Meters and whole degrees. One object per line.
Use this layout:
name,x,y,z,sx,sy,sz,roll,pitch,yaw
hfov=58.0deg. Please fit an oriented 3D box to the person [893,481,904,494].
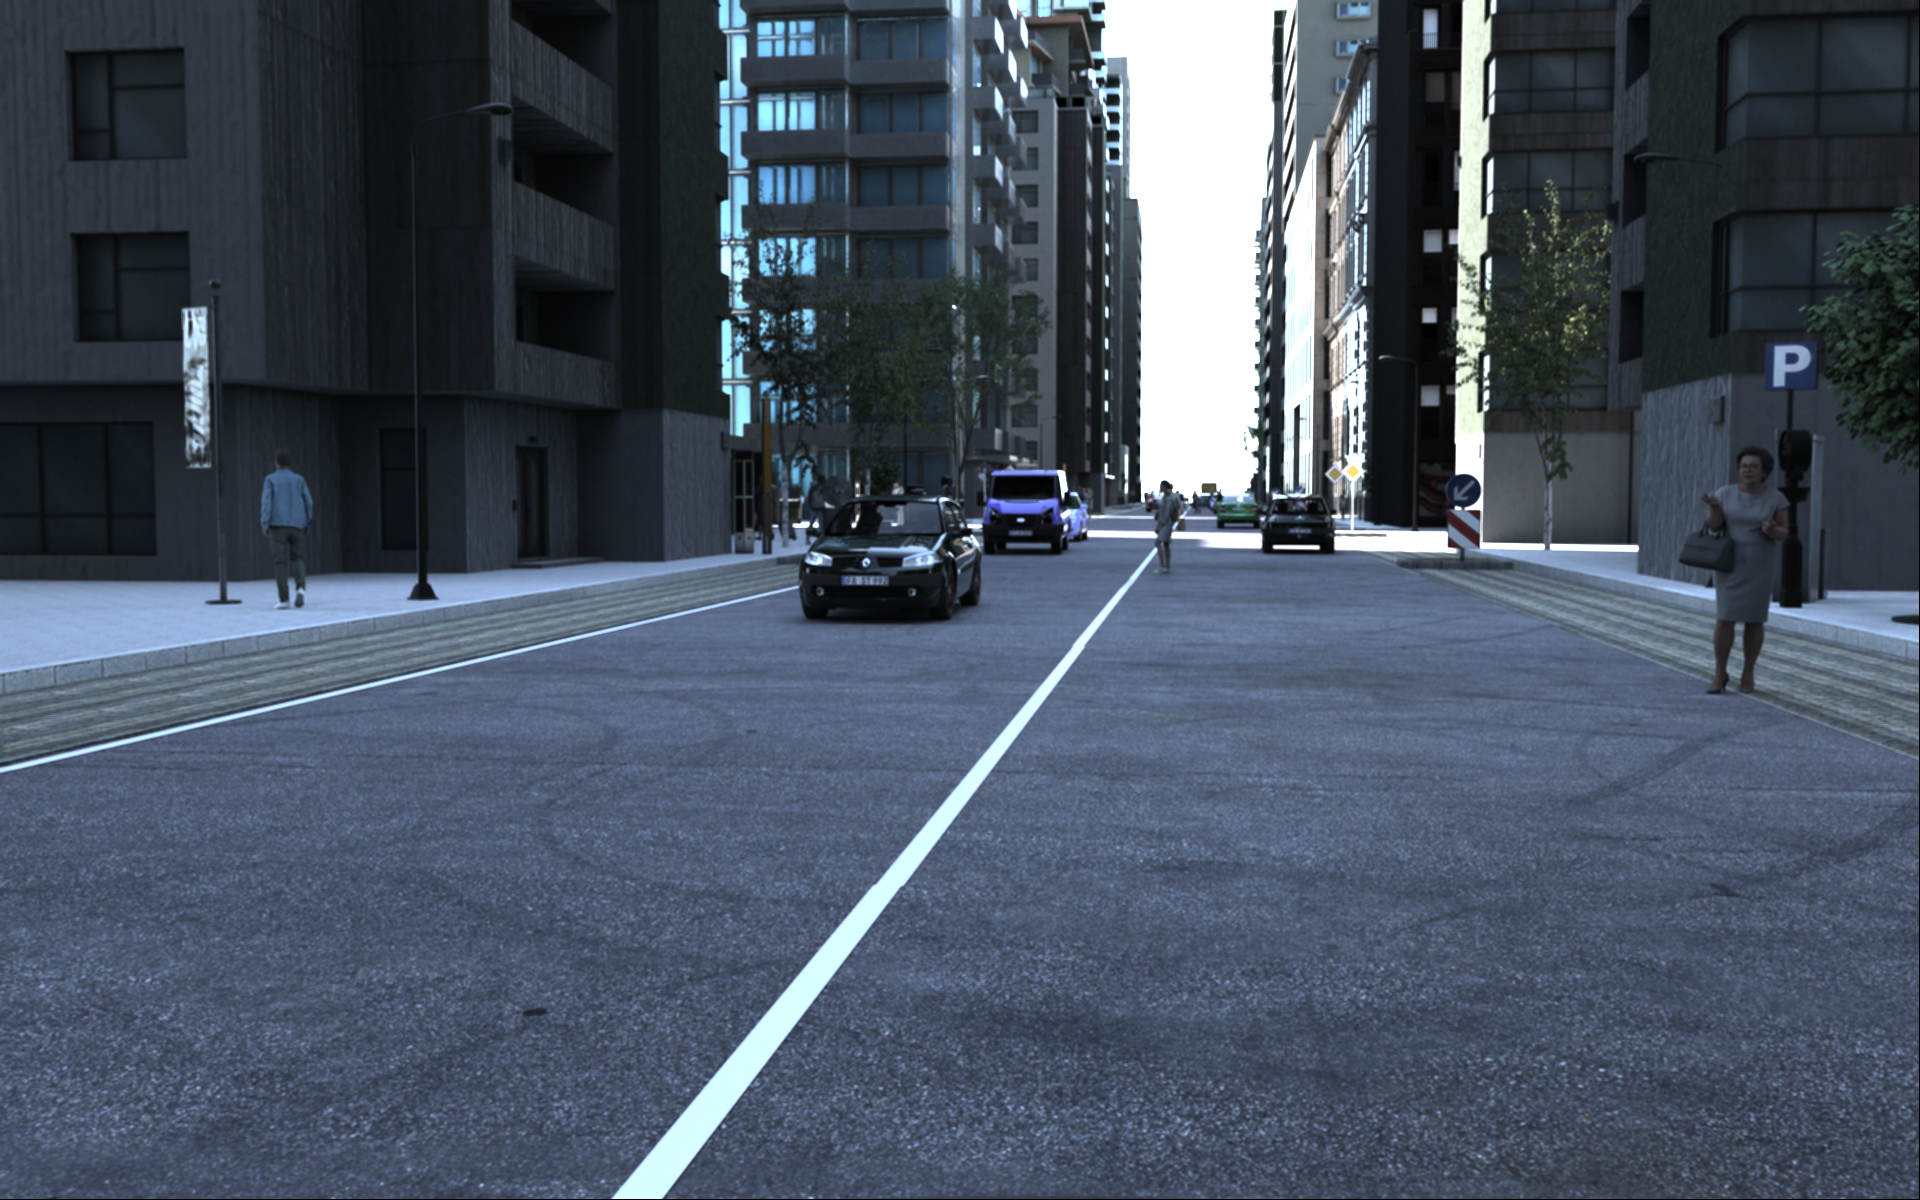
person,-2.430,-3.855,69.246,0.466,1.800,0.511,2,4,26

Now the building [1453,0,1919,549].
building,21.439,-17.013,49.872,14.160,30.474,14.107,0,4,8

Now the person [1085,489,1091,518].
person,7.405,-5.601,101.082,0.522,1.701,0.512,2,4,31

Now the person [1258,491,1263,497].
person,40.425,-13.722,231.080,1.217,1.739,0.721,0,4,2

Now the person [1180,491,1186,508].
person,22.963,-10.365,178.409,0.683,1.767,0.568,-1,4,-13

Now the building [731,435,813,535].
building,-20.864,-24.312,52.122,28.867,44.769,22.147,0,4,8

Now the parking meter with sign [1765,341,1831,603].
parking meter with sign,10.008,-1.489,20.605,0.543,3.016,1.738,2,4,35

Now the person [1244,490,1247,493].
person,29.843,-10.540,180.832,1.348,1.823,0.705,-3,4,-39

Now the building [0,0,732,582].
building,-12.829,-15.840,30.691,14.160,30.474,14.107,0,4,8

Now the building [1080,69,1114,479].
building,4.514,-34.776,188.201,23.786,49.044,30.456,0,4,8

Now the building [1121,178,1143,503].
building,17.223,-39.463,268.918,21.300,48.544,21.600,0,4,8

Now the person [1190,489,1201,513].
person,17.684,-7.424,130.006,0.853,1.813,0.709,0,4,2

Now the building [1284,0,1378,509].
building,39.470,-32.268,151.276,21.300,48.544,21.600,0,4,8

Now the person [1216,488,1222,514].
person,18.166,-6.867,120.548,0.755,1.850,0.659,3,5,42

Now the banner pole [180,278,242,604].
banner pole,-8.842,-1.854,20.335,0.863,3.779,0.401,2,4,31

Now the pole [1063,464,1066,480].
pole,7.056,-7.541,117.131,0.158,3.312,0.155,0,3,0

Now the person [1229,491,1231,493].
person,30.746,-11.522,197.617,1.217,1.736,0.721,0,4,-1

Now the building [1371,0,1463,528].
building,25.476,-14.703,70.076,15.834,23.373,12.332,0,4,8

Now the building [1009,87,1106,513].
building,3.275,-21.734,127.047,14.160,30.474,14.107,0,4,8

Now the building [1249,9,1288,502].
building,53.604,-49.942,254.807,20.563,71.187,20.611,0,4,8

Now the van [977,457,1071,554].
van,1.689,-2.363,43.023,2.240,2.365,5.245,0,4,6

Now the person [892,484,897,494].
person,-2.784,-4.309,76.983,0.515,1.767,0.782,2,4,31

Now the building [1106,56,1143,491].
building,20.216,-52.038,289.080,20.563,71.187,20.611,0,4,8

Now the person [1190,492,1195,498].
person,26.751,-11.542,197.226,0.705,1.821,1.348,-3,5,-41

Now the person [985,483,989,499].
person,1.292,-4.403,78.229,0.583,1.804,0.606,0,4,-3

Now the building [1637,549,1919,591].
building,18.138,-15.679,28.052,14.160,30.474,14.107,0,4,8

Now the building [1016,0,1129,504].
building,12.709,-56.782,241.058,22.319,86.520,31.000,0,4,8

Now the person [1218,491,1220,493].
person,22.699,-8.727,151.848,0.621,1.740,0.551,-1,4,-16

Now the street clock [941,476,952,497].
street clock,-0.548,-4.076,71.218,0.358,2.002,0.471,-3,5,-43

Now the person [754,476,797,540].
person,-5.251,-2.568,48.246,0.699,1.804,1.509,-3,5,-39

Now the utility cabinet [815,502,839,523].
utility cabinet,-5.891,-4.006,76.653,1.020,1.237,0.306,-1,4,-9

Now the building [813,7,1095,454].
building,0.716,-30.823,158.577,22.147,44.769,28.867,0,4,8

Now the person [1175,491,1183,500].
person,19.294,-8.925,154.510,1.348,1.812,0.705,-1,4,-22

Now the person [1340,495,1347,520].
person,18.710,-4.510,84.470,0.352,1.250,0.332,-3,5,-43

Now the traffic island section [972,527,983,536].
traffic island section,0.823,-2.335,60.464,2.009,0.180,2.903,0,4,8

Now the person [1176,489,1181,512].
person,15.878,-7.231,127.083,0.716,1.782,0.532,0,4,-1

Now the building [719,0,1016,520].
building,-8.092,-29.231,97.538,23.786,49.044,30.456,0,4,8

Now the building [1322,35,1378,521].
building,26.585,-18.106,93.302,12.463,27.353,25.104,0,4,8

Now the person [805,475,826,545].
person,-3.605,-2.293,43.880,0.623,1.781,0.721,1,4,16

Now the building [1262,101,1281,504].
building,46.927,-35.446,203.248,21.300,48.544,21.600,0,4,8

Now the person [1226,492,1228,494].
person,34.870,-13.228,225.569,1.217,1.735,0.721,-3,5,-40

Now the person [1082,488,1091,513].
person,7.033,-5.434,97.834,0.782,1.767,0.515,-1,4,-20

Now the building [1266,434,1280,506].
building,43.503,-52.807,176.061,22.319,86.520,31.000,0,4,8

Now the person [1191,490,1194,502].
person,27.464,-11.999,204.317,0.705,1.869,1.348,0,4,1

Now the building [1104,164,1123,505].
building,12.285,-32.184,209.806,14.154,41.232,14.086,0,4,8

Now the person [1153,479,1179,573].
person,3.732,-1.347,31.531,0.522,1.701,0.512,0,4,-5

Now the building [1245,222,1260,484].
building,58.628,-40.430,280.636,23.786,49.044,30.456,0,4,8

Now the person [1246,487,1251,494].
person,16.474,-5.501,98.294,0.795,1.843,0.661,1,4,18

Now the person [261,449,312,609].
person,-7.513,-0.792,19.342,0.601,1.785,0.444,-3,4,-37

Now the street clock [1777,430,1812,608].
street clock,9.410,-0.917,19.560,0.358,2.002,0.471,1,4,9

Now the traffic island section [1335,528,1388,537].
traffic island section,13.344,-2.229,58.728,2.009,0.180,2.903,0,4,8

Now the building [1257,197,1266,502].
building,48.287,-33.968,238.976,14.154,41.232,14.086,0,4,8

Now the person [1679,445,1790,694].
person,5.521,-0.216,12.387,0.716,1.782,0.532,2,4,27

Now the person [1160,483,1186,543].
person,6.223,-2.555,50.766,0.782,1.767,0.515,0,4,7

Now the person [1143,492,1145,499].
person,30.036,-16.812,282.395,0.415,1.643,0.593,1,4,22

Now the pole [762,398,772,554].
pole,-4.117,-2.631,36.860,0.158,3.312,0.155,0,3,0

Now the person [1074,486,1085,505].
person,5.559,-4.452,81.458,0.661,1.801,0.590,0,3,0

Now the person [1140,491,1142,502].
person,28.125,-16.048,268.987,0.434,1.755,0.990,0,3,0

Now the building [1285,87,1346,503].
building,33.610,-19.431,122.212,19.350,26.468,34.151,0,4,8
